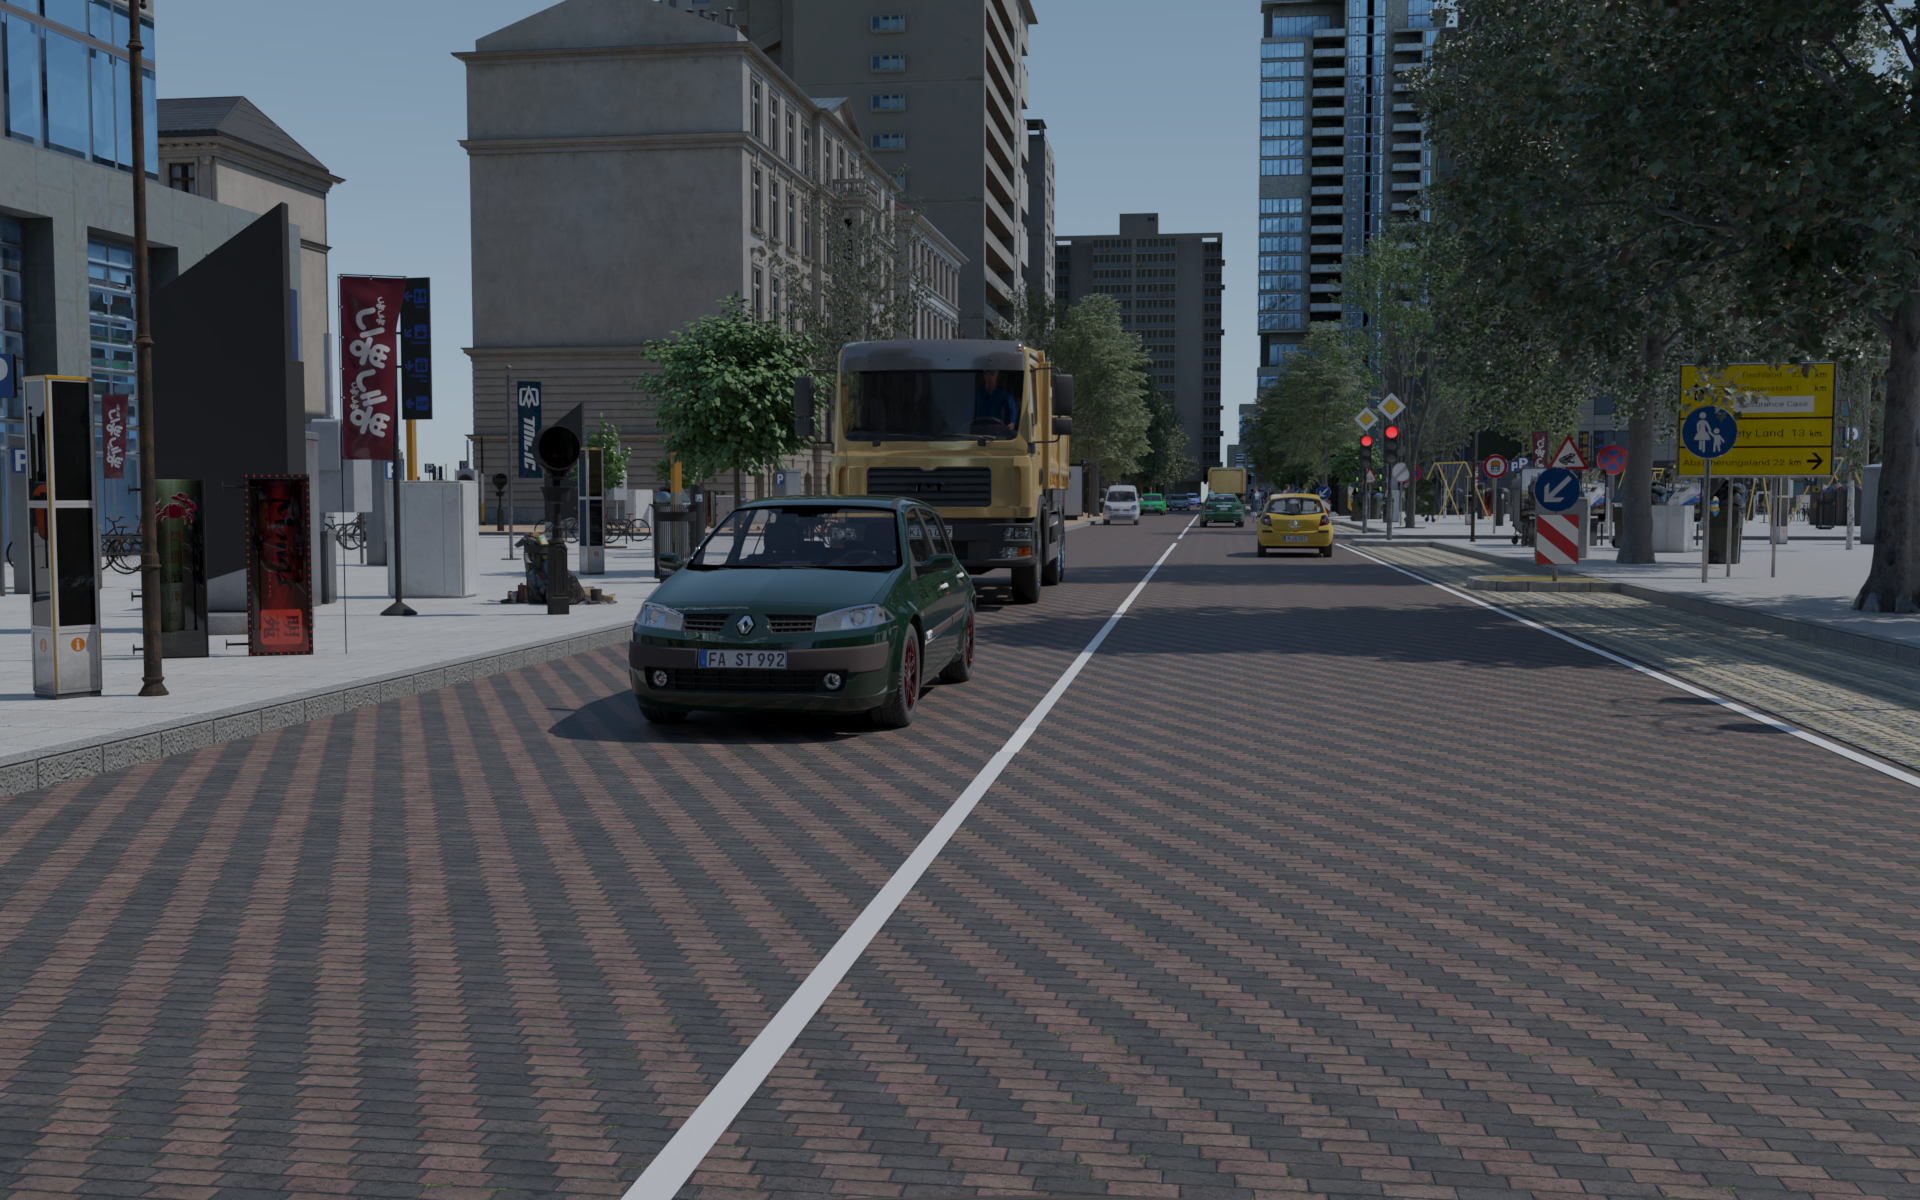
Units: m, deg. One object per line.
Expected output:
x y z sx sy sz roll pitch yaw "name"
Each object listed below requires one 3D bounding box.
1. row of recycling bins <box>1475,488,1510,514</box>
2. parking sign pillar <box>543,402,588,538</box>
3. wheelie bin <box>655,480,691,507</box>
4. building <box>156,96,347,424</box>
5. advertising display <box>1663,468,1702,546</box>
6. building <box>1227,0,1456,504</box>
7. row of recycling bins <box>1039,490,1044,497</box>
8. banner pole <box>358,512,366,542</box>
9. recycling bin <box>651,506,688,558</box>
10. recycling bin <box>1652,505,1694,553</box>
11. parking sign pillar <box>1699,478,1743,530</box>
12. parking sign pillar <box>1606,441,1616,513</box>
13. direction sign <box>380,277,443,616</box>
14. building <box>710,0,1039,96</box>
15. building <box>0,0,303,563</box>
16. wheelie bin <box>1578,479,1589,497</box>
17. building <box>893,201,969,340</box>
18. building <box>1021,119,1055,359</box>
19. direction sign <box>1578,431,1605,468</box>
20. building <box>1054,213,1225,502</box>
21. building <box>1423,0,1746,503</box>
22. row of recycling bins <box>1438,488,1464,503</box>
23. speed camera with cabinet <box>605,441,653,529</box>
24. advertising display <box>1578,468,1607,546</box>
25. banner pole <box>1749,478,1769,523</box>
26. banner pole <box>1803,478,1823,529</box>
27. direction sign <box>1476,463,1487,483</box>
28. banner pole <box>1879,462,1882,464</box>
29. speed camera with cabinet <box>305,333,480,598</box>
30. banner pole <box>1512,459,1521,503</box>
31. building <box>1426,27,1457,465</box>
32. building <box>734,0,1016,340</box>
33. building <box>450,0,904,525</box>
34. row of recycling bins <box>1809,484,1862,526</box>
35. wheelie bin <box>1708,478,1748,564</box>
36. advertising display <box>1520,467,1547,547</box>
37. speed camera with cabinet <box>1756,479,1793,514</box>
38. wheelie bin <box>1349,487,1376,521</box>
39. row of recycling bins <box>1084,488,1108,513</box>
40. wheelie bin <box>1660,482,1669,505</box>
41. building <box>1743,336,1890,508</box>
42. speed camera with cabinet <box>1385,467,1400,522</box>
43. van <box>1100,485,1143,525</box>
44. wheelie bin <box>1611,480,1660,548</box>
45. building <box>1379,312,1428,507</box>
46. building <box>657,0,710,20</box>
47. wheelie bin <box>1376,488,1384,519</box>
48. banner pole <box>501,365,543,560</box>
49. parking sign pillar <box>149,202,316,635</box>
34.598 -6.410 111.917 1.069 1.692 3.534 0 4 -4 "row of recycling bins"
-11.605 -3.832 51.125 1.447 3.967 1.447 1 4 18 "parking sign pillar"
-6.640 -1.963 40.009 0.693 1.594 0.980 1 4 9 "wheelie bin"
-39.590 -13.129 79.281 19.286 19.102 10.561 1 4 8 "building"
17.863 -2.302 42.853 0.974 1.923 0.123 0 4 -6 "advertising display"
51.619 -56.159 230.874 31.000 86.520 22.319 1 4 8 "building"
4.163 -5.149 91.307 1.069 1.692 3.534 1 4 22 "row of recycling bins"
-16.046 -3.462 46.622 0.401 3.779 0.863 -2 4 -24 "banner pole"
-5.896 -1.382 35.157 0.722 1.027 0.722 -1 4 -11 "recycling bin"
15.698 -1.567 38.172 0.722 1.027 0.722 3 4 39 "recycling bin"
26.977 -4.455 61.308 1.447 3.967 1.447 0 4 4 "parking sign pillar"
32.735 -6.064 87.617 1.447 3.967 1.447 2 4 35 "parking sign pillar"
-5.955 -1.607 18.275 0.876 3.537 0.379 1 4 15 "direction sign"
-7.783 -35.565 170.732 28.713 52.752 27.495 1 4 8 "building"
-32.787 -43.910 30.595 31.000 86.520 22.319 1 4 8 "building"
13.098 -1.800 37.339 0.980 1.594 0.693 0 4 -7 "wheelie bin"
-6.598 -17.103 115.792 11.583 22.565 21.152 1 4 8 "building"
3.211 -31.080 191.747 14.086 41.232 14.154 1 4 8 "building"
22.644 -4.293 62.191 0.876 3.537 0.379 2 4 29 "direction sign"
24.874 -33.671 242.396 23.993 40.220 32.217 1 4 8 "building"
48.741 -42.705 136.476 20.563 71.187 20.611 1 4 8 "building"
35.491 -7.022 121.917 3.534 1.692 1.069 1 4 12 "row of recycling bins"
-12.455 -4.325 65.046 0.660 3.252 2.038 2 4 33 "speed camera with cabinet"
15.589 -2.296 42.755 0.974 1.923 0.123 -2 4 -33 "advertising display"
35.339 -5.292 76.535 0.863 3.779 0.401 3 5 39 "banner pole"
31.769 -4.545 64.334 0.863 3.779 0.401 1 4 14 "banner pole"
37.620 -8.139 125.068 0.876 3.537 0.379 1 4 17 "direction sign"
62.936 -7.842 118.235 0.863 3.779 0.401 -2 4 -33 "banner pole"
-7.080 -1.664 21.538 2.038 3.252 0.660 0 4 4 "speed camera with cabinet"
39.733 -8.185 123.839 0.863 3.779 0.401 3 4 38 "banner pole"
48.945 -28.830 154.959 14.154 41.232 14.086 1 4 8 "building"
-7.140 -31.903 145.317 21.300 48.544 21.600 1 4 8 "building"
-11.443 -16.463 88.255 14.460 24.649 34.723 1 4 8 "building"
35.879 -3.879 70.530 1.069 1.692 3.534 0 4 -5 "row of recycling bins"
14.119 -1.470 31.940 0.693 1.594 0.980 2 4 32 "wheelie bin"
13.849 -2.228 41.647 0.123 1.923 0.974 -2 4 -24 "advertising display"
51.470 -7.039 109.418 0.660 3.252 2.038 -3 5 -44 "speed camera with cabinet"
18.814 -4.494 81.386 0.980 1.594 0.693 -1 4 -18 "wheelie bin"
8.311 -6.684 116.404 3.534 1.692 1.069 -1 4 -11 "row of recycling bins"
18.505 -2.308 45.642 0.693 1.594 0.980 0 4 1 "wheelie bin"
91.635 -20.042 172.726 28.899 21.520 27.650 1 4 8 "building"
19.859 -5.214 79.577 0.660 3.252 2.038 1 4 11 "speed camera with cabinet"
7.566 -4.526 81.017 2.013 2.044 4.112 0 4 7 "van"
15.909 -2.030 41.102 0.693 1.594 0.980 -1 4 -19 "wheelie bin"
58.106 -20.236 175.900 27.650 21.520 28.899 1 4 8 "building"
-18.242 -39.675 190.693 28.212 58.520 21.231 1 4 8 "building"
20.943 -4.868 87.505 0.980 1.594 0.693 3 5 41 "wheelie bin"
-8.532 -2.674 33.733 0.863 3.779 0.401 -2 4 -24 "banner pole"
-6.877 -1.702 16.293 1.447 3.967 1.447 0 4 3 "parking sign pillar"
